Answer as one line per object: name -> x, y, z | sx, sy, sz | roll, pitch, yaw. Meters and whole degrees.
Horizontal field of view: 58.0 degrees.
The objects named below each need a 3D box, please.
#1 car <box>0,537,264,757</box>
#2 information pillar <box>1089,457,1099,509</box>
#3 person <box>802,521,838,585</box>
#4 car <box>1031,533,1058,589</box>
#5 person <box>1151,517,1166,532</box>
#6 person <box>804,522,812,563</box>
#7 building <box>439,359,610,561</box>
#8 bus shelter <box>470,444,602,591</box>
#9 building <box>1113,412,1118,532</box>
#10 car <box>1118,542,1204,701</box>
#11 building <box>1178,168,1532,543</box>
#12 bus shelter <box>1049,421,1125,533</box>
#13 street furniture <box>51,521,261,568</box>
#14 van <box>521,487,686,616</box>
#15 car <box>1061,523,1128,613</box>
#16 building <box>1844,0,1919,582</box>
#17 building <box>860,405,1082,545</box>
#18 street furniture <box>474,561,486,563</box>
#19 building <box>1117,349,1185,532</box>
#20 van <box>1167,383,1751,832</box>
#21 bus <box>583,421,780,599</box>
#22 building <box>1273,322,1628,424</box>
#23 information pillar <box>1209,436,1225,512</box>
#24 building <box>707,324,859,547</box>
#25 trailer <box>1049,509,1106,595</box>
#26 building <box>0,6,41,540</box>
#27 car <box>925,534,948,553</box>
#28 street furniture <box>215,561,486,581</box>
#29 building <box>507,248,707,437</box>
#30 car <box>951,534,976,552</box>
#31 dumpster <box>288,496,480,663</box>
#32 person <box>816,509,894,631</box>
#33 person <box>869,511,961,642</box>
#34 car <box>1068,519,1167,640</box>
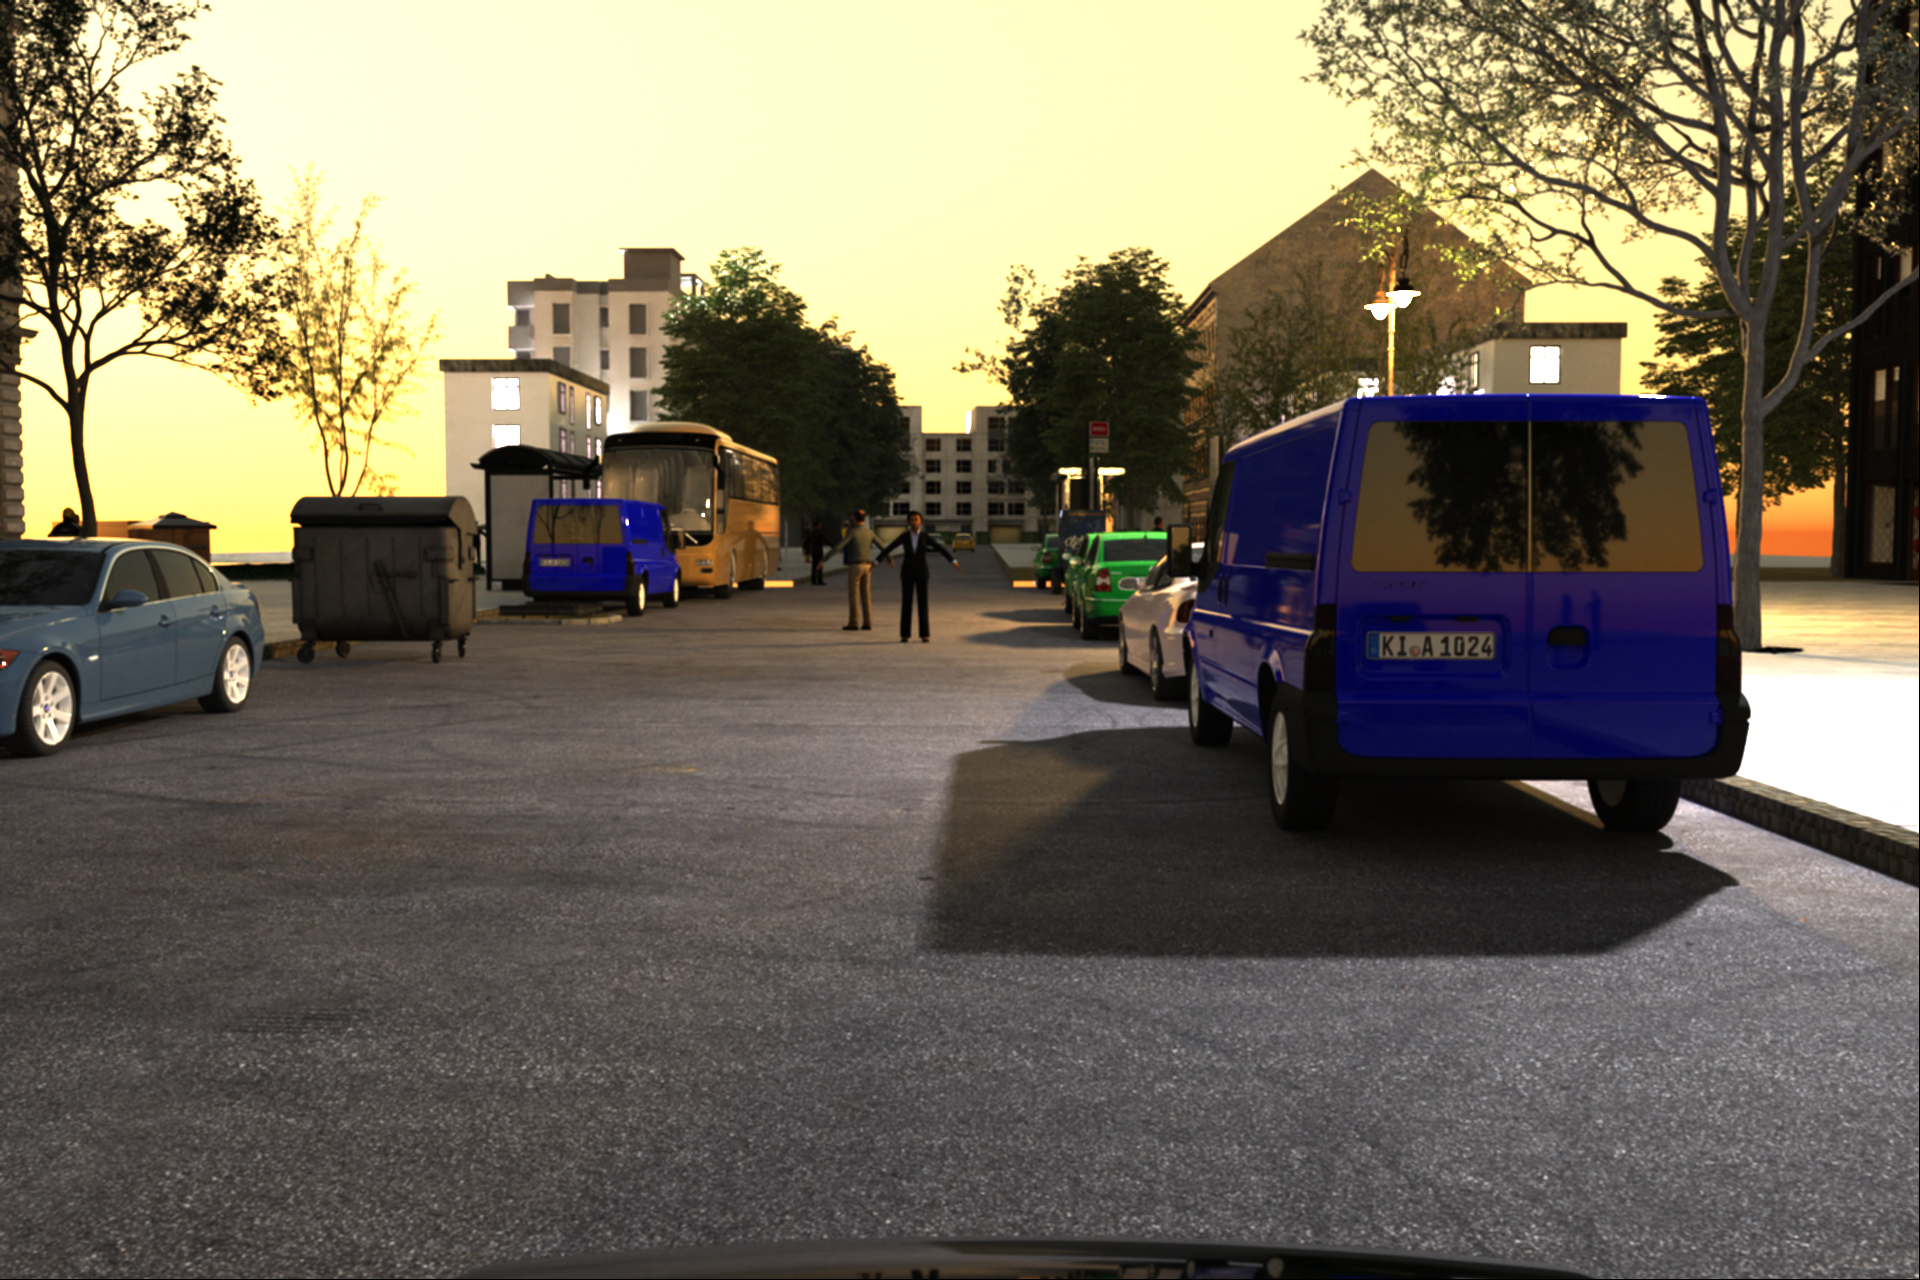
car -> -6.699, -0.042, 12.685 | 2.014, 1.417, 4.499 | 0, 4, 1
information pillar -> 4.128, -3.797, 53.390 | 0.184, 3.620, 1.656 | 0, 4, 0
person -> -3.977, -2.437, 48.528 | 1.346, 1.802, 0.704 | 3, 5, 39
car -> 2.917, -2.326, 46.819 | 1.959, 1.807, 4.718 | 0, 4, 1
person -> 4.291, -1.752, 37.325 | 1.346, 1.802, 0.704 | 3, 5, 43
person -> -6.761, -4.359, 77.408 | 0.704, 1.812, 1.346 | 1, 4, 9
building -> -24.169, -9.480, 97.141 | 9.099, 9.664, 28.070 | 0, 4, 0
bus shelter -> -9.987, -2.930, 41.822 | 2.014, 3.302, 5.546 | 0, 4, 1
building -> 28.118, -22.845, 204.450 | 19.493, 23.208, 18.063 | 0, 4, 0
car -> 2.581, -0.240, 16.281 | 2.083, 1.381, 4.827 | 0, 4, 0
building -> 24.904, -17.287, 113.579 | 19.493, 23.208, 18.063 | 0, 4, 1
bus shelter -> 4.212, -4.981, 59.074 | 2.179, 5.291, 8.768 | 0, 4, 0
street furniture -> -29.683, -3.260, 60.151 | 9.812, 1.723, 11.010 | 3, 4, 36
van -> -6.451, -1.684, 31.913 | 2.240, 2.365, 5.245 | 0, 4, 0
car -> 2.767, -1.290, 29.893 | 1.959, 1.807, 4.718 | 0, 3, 0
building -> 29.469, -12.758, 37.258 | 12.332, 23.479, 15.834 | 0, 4, 1
building -> 1.593, -22.994, 244.867 | 31.486, 18.905, 16.747 | 0, 4, -4
street furniture -> -12.755, -3.652, 66.557 | 11.010, 1.723, 9.812 | -1, 4, -20
building -> 25.100, -18.683, 171.919 | 16.747, 18.905, 31.486 | 0, 4, 1
van -> 2.486, -0.343, 9.999 | 2.240, 2.365, 5.245 | 0, 4, 1
bus -> -6.235, -3.057, 41.526 | 2.896, 3.916, 12.252 | 0, 4, 0
building -> 21.940, -8.605, 82.839 | 9.099, 9.664, 28.070 | 0, 4, 0
information pillar -> 6.243, -3.108, 42.124 | 0.184, 3.620, 1.656 | 0, 4, 1
building -> -25.879, -20.844, 184.773 | 27.936, 21.610, 32.646 | 0, 4, 2
trailer -> 2.904, -2.142, 42.064 | 1.471, 1.999, 3.904 | 0, 3, 0
building -> -31.062, -12.913, 38.843 | 11.050, 23.595, 19.941 | 0, 4, 1
car -> -1.881, -6.479, 117.731 | 2.131, 1.459, 4.920 | 0, 4, 1
street furniture -> -17.941, -2.204, 51.660 | 5.734, 0.657, 10.072 | 1, 4, 14
building -> -23.937, -15.867, 115.840 | 16.016, 20.090, 11.380 | 0, 4, 1
car -> 0.290, -7.839, 138.392 | 2.015, 1.641, 3.980 | 0, 3, 0
dumpster -> -6.511, -0.699, 19.639 | 1.865, 1.857, 1.264 | 0, 4, 0
person -> -1.516, -1.046, 25.838 | 1.348, 1.796, 0.705 | -3, 4, -36
person -> -0.597, -0.837, 22.870 | 1.216, 1.740, 0.721 | 0, 4, -1
car -> 2.558, -0.979, 24.809 | 1.959, 1.807, 4.718 | 0, 4, 1
